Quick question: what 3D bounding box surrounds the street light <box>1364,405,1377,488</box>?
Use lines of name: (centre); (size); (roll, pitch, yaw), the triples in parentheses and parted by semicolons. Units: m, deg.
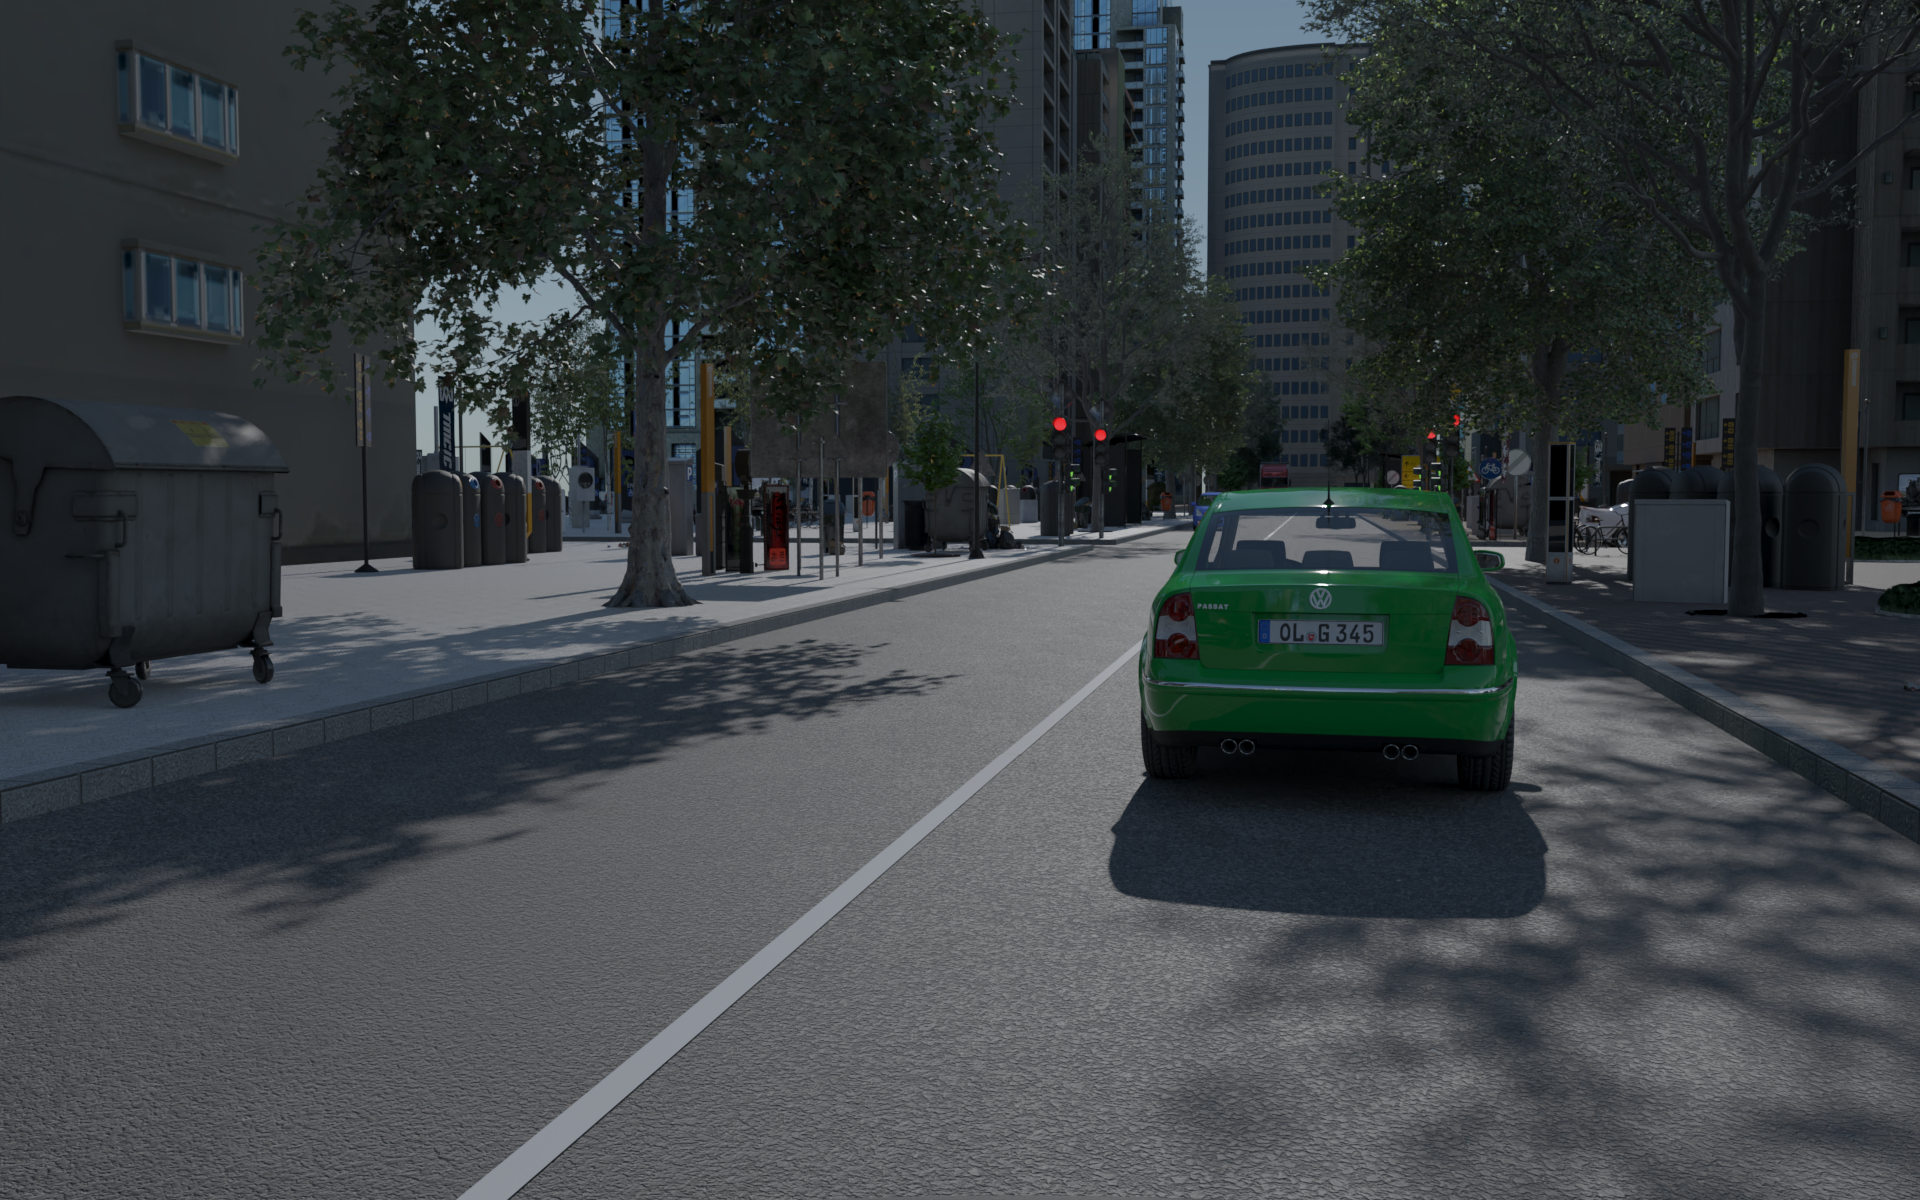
street light: (21.632, -7.189, 90.076); (1.470, 5.913, 1.316); (1, 4, 12)

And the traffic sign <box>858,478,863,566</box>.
traffic sign: (-1.766, -1.869, 30.670); (0.768, 2.556, 0.104); (1, 4, 17)

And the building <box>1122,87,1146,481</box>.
building: (5.091, -32.252, 181.937); (28.867, 44.769, 22.147); (1, 4, 12)

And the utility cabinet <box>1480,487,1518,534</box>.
utility cabinet: (17.345, -2.880, 55.772); (0.318, 1.500, 1.173); (-3, 5, -44)

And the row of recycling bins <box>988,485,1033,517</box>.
row of recycling bins: (2.768, -4.625, 82.734); (3.534, 1.692, 1.069); (1, 4, 18)

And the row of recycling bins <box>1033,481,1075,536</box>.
row of recycling bins: (3.031, -2.879, 54.191); (1.069, 1.692, 3.534); (0, 4, 6)

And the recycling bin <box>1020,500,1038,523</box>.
recycling bin: (3.070, -3.968, 77.424); (0.722, 1.027, 0.722); (0, 4, -8)

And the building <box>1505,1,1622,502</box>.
building: (54.303, -36.345, 136.245); (21.231, 58.520, 28.212); (1, 4, 12)

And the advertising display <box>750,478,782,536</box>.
advertising display: (-5.981, -2.951, 53.465); (0.974, 1.923, 0.123); (-1, 4, -17)

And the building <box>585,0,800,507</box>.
building: (-24.470, -53.385, 185.519); (31.000, 86.520, 22.319); (1, 4, 12)

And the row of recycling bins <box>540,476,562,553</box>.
row of recycling bins: (-9.510, -1.842, 37.223); (1.069, 1.692, 3.534); (0, 4, 7)

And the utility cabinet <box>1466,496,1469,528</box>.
utility cabinet: (19.552, -3.351, 65.946); (0.306, 1.237, 1.020); (2, 4, 31)

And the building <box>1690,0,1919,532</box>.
building: (35.217, -17.772, 62.270); (14.107, 30.474, 14.160); (1, 4, 12)

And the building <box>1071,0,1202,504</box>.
building: (16.697, -56.125, 230.322); (31.000, 86.520, 22.319); (1, 4, 12)

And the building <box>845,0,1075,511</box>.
building: (0.194, -42.734, 136.956); (20.563, 71.187, 20.611); (1, 4, 12)

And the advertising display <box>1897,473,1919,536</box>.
advertising display: (29.143, -2.916, 52.891); (0.123, 1.923, 0.974); (-3, 5, -39)

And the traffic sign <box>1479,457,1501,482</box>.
traffic sign: (18.429, -3.675, 60.195); (0.768, 2.556, 0.104); (1, 4, 21)

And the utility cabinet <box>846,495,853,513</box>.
utility cabinet: (-7.125, -6.367, 115.255); (1.020, 1.237, 0.306); (2, 4, 35)

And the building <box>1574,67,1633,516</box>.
building: (52.230, -24.956, 99.911); (32.217, 40.220, 23.993); (1, 4, 12)

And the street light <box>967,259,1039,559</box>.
street light: (0.858, -3.765, 34.093); (1.470, 5.913, 1.316); (1, 4, 12)

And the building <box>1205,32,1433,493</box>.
building: (46.451, -41.763, 224.830); (28.212, 58.520, 21.231); (1, 4, 12)

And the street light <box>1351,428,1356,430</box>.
street light: (28.224, -9.141, 121.997); (1.470, 5.913, 1.316); (1, 4, 12)

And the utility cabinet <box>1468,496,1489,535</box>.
utility cabinet: (16.464, -2.659, 54.636); (0.306, 1.237, 1.020); (3, 4, 37)

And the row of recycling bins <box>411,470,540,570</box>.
row of recycling bins: (-8.771, -1.458, 30.949); (1.069, 1.692, 3.534); (1, 4, 9)

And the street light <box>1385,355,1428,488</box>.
street light: (14.999, -5.220, 57.892); (1.470, 5.913, 1.316); (1, 4, 12)

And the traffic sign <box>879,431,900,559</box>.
traffic sign: (-1.569, -2.095, 34.354); (0.768, 2.556, 0.104); (1, 4, 20)

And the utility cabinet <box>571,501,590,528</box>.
utility cabinet: (-14.320, -3.470, 65.421); (0.318, 1.500, 1.173); (0, 4, 7)

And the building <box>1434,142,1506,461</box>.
building: (75.392, -36.735, 220.227); (30.456, 49.044, 23.786); (1, 4, 12)

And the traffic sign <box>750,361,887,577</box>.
traffic sign: (-2.213, -2.020, 26.903); (2.265, 3.308, 0.079); (1, 4, 16)

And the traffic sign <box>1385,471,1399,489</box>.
traffic sign: (23.356, -5.721, 93.641); (0.768, 2.556, 0.104); (1, 4, 19)

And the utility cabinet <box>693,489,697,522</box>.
utility cabinet: (-11.997, -4.287, 78.765); (0.318, 1.500, 1.173); (3, 4, 37)

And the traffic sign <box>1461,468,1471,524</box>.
traffic sign: (17.157, -3.545, 59.145); (0.795, 2.450, 0.064); (1, 4, 17)

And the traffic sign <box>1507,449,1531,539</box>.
traffic sign: (15.725, -2.990, 48.987); (0.768, 2.556, 0.104); (1, 4, 18)

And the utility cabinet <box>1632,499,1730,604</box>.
utility cabinet: (8.575, -0.577, 20.602); (1.020, 1.237, 0.306); (2, 4, 32)

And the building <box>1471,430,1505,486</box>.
building: (62.000, -52.068, 163.977); (22.319, 86.520, 31.000); (1, 4, 12)

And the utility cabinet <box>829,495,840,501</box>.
utility cabinet: (-9.078, -6.962, 124.986); (1.020, 1.237, 0.306); (3, 5, 44)

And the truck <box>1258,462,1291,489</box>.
truck: (27.841, -10.071, 153.574); (2.839, 4.237, 11.283); (1, 4, 10)

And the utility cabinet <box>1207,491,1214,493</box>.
utility cabinet: (17.920, -7.012, 123.325); (0.318, 1.500, 1.173); (2, 4, 31)

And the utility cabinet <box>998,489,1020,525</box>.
utility cabinet: (2.016, -3.838, 71.426); (0.318, 1.500, 1.173); (2, 4, 35)

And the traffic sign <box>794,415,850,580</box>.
traffic sign: (-2.068, -1.577, 25.789); (0.884, 2.594, 0.081); (1, 4, 18)

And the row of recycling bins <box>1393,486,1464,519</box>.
row of recycling bins: (22.687, -4.702, 83.991); (3.534, 1.692, 1.069); (0, 4, -6)

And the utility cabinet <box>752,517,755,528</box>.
utility cabinet: (-8.287, -3.441, 64.932); (1.173, 1.500, 0.318); (-2, 4, -28)

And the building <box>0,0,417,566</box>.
building: (-23.552, -24.592, 25.785); (21.600, 48.544, 21.300); (1, 4, 12)

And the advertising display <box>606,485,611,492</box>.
advertising display: (-24.036, -6.919, 118.338); (0.123, 1.923, 0.974); (-2, 4, -24)

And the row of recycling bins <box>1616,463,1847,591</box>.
row of recycling bins: (10.900, -1.065, 24.518); (1.069, 1.692, 3.534); (-2, 4, -24)

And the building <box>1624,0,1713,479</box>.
building: (37.760, -25.995, 75.125); (14.600, 45.320, 14.200); (1, 4, 12)

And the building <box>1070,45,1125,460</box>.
building: (6.913, -28.860, 155.447); (14.154, 41.232, 14.086); (1, 4, 12)
